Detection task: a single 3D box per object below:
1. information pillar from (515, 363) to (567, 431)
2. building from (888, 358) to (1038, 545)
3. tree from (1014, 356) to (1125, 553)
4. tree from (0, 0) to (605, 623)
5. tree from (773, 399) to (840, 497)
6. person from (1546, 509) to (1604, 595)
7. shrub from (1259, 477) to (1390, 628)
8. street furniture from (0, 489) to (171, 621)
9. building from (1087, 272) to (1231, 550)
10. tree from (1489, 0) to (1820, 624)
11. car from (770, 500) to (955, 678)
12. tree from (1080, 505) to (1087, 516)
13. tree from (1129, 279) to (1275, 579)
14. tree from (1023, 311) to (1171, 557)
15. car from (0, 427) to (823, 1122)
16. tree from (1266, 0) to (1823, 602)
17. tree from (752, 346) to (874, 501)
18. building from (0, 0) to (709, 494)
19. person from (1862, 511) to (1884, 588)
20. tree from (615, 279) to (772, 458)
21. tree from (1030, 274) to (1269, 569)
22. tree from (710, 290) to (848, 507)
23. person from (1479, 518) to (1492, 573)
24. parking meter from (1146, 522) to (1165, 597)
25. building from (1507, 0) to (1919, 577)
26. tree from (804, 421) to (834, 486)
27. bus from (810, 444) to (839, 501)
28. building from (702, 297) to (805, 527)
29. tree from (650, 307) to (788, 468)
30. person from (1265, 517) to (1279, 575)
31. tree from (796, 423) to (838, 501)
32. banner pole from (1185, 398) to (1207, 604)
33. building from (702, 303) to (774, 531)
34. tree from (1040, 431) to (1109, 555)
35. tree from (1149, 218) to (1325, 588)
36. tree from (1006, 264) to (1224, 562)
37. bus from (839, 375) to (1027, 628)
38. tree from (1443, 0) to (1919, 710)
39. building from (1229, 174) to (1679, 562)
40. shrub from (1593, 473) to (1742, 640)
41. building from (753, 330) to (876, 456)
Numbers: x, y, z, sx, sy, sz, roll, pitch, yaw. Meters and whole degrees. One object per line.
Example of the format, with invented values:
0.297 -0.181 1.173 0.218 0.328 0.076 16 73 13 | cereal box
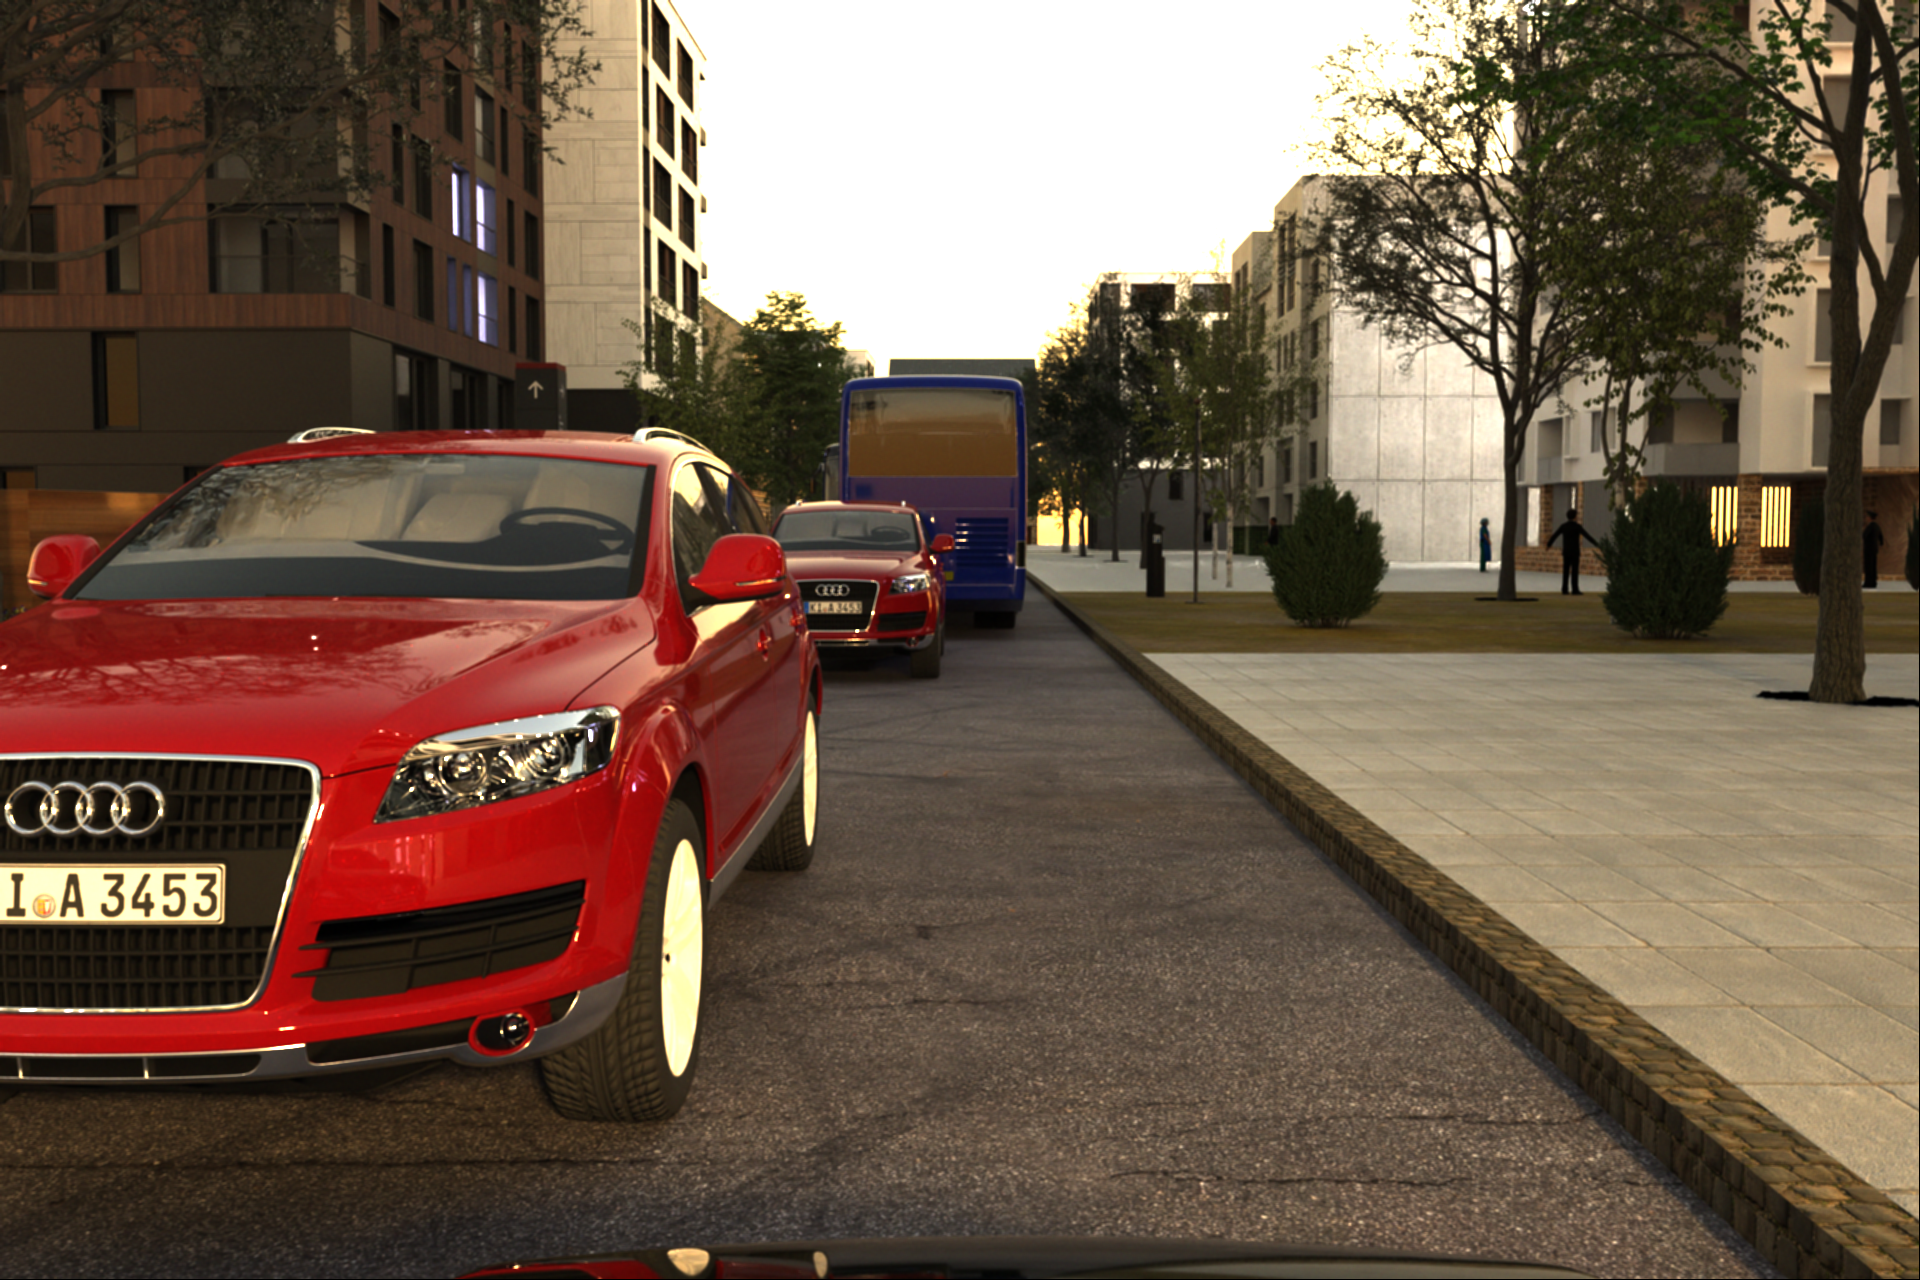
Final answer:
-6.388 -2.272 26.524 0.750 3.857 0.750 0 4 0 | information pillar
0.306 -23.347 215.116 18.063 23.208 19.493 0 4 0 | building
7.181 -12.952 118.412 9.857 13.997 8.962 0 3 0 | tree
-8.875 -6.414 15.237 12.009 13.543 11.850 0 3 0 | tree
-8.649 -10.845 111.727 8.767 10.594 7.601 1 4 22 | tree
12.956 -1.863 36.651 0.705 1.806 1.347 -3 4 -38 | person
5.005 -1.207 23.773 1.661 2.075 1.752 0 3 0 | shrub
-10.155 -0.714 18.535 11.010 1.723 9.812 1 4 17 | street furniture
24.939 -18.818 151.653 27.936 21.610 32.646 0 4 0 | building
9.590 -4.529 24.415 4.737 8.622 4.395 0 3 0 | tree
-1.192 -0.626 18.909 2.281 1.827 5.304 0 4 0 | car
18.151 -17.113 214.212 7.601 10.594 8.767 1 4 9 | tree
7.024 -6.031 48.964 4.737 8.622 4.395 0 3 0 | tree
6.766 -11.390 96.589 12.009 13.543 11.850 0 3 0 | tree
-1.655 0.168 5.923 2.281 1.827 5.304 0 4 1 | car
10.605 -7.491 32.843 12.009 13.543 11.850 0 3 0 | tree
-7.906 -10.209 92.669 9.928 11.665 9.643 0 3 0 | tree
-25.213 -13.158 59.109 27.936 21.610 32.646 0 4 1 | building
21.581 -2.151 41.097 1.347 1.837 0.705 -2 4 -34 | person
-7.950 -6.151 50.938 4.737 8.622 4.395 0 3 0 | tree
6.739 -7.872 63.124 8.767 10.594 7.601 0 4 -1 | tree
-8.187 -9.978 81.266 7.486 12.596 7.792 0 3 0 | tree
17.469 -3.148 57.594 0.704 1.817 1.347 1 4 9 | person
3.998 -1.648 35.361 0.372 1.533 0.369 0 3 0 | parking meter
24.549 -12.433 59.706 16.016 20.090 11.380 0 4 1 | building
-7.697 -9.370 103.568 4.737 8.622 4.395 0 3 0 | tree
-1.906 -3.309 45.656 2.896 3.916 12.251 0 4 1 | bus
-24.258 -20.119 159.877 19.493 23.208 18.063 0 4 0 | building
-8.135 -6.522 56.995 4.737 8.622 4.395 0 3 0 | tree
9.698 -2.906 53.744 0.704 1.802 1.346 1 4 22 | person
-8.541 -11.577 123.690 7.601 10.594 8.767 0 4 -2 | tree
4.356 -2.550 31.710 0.401 3.779 0.863 0 4 2 | banner pole
-25.648 -18.995 141.497 19.493 23.208 18.063 0 4 1 | building
7.301 -9.622 107.685 4.737 8.622 4.395 0 3 0 | tree
6.238 -5.566 41.368 4.360 8.622 3.978 0 3 0 | tree
7.094 -10.364 79.818 12.009 13.543 11.850 0 3 0 | tree
-0.295 -2.301 29.173 2.896 3.916 12.251 0 4 1 | bus
6.901 -5.330 12.900 9.928 11.665 9.643 0 3 0 | tree
25.285 -13.911 93.900 16.747 18.905 31.486 0 4 1 | building
8.640 -1.028 21.226 1.690 2.028 1.600 0 3 0 | shrub
-24.279 -21.173 190.151 27.936 21.610 32.646 0 4 1 | building
